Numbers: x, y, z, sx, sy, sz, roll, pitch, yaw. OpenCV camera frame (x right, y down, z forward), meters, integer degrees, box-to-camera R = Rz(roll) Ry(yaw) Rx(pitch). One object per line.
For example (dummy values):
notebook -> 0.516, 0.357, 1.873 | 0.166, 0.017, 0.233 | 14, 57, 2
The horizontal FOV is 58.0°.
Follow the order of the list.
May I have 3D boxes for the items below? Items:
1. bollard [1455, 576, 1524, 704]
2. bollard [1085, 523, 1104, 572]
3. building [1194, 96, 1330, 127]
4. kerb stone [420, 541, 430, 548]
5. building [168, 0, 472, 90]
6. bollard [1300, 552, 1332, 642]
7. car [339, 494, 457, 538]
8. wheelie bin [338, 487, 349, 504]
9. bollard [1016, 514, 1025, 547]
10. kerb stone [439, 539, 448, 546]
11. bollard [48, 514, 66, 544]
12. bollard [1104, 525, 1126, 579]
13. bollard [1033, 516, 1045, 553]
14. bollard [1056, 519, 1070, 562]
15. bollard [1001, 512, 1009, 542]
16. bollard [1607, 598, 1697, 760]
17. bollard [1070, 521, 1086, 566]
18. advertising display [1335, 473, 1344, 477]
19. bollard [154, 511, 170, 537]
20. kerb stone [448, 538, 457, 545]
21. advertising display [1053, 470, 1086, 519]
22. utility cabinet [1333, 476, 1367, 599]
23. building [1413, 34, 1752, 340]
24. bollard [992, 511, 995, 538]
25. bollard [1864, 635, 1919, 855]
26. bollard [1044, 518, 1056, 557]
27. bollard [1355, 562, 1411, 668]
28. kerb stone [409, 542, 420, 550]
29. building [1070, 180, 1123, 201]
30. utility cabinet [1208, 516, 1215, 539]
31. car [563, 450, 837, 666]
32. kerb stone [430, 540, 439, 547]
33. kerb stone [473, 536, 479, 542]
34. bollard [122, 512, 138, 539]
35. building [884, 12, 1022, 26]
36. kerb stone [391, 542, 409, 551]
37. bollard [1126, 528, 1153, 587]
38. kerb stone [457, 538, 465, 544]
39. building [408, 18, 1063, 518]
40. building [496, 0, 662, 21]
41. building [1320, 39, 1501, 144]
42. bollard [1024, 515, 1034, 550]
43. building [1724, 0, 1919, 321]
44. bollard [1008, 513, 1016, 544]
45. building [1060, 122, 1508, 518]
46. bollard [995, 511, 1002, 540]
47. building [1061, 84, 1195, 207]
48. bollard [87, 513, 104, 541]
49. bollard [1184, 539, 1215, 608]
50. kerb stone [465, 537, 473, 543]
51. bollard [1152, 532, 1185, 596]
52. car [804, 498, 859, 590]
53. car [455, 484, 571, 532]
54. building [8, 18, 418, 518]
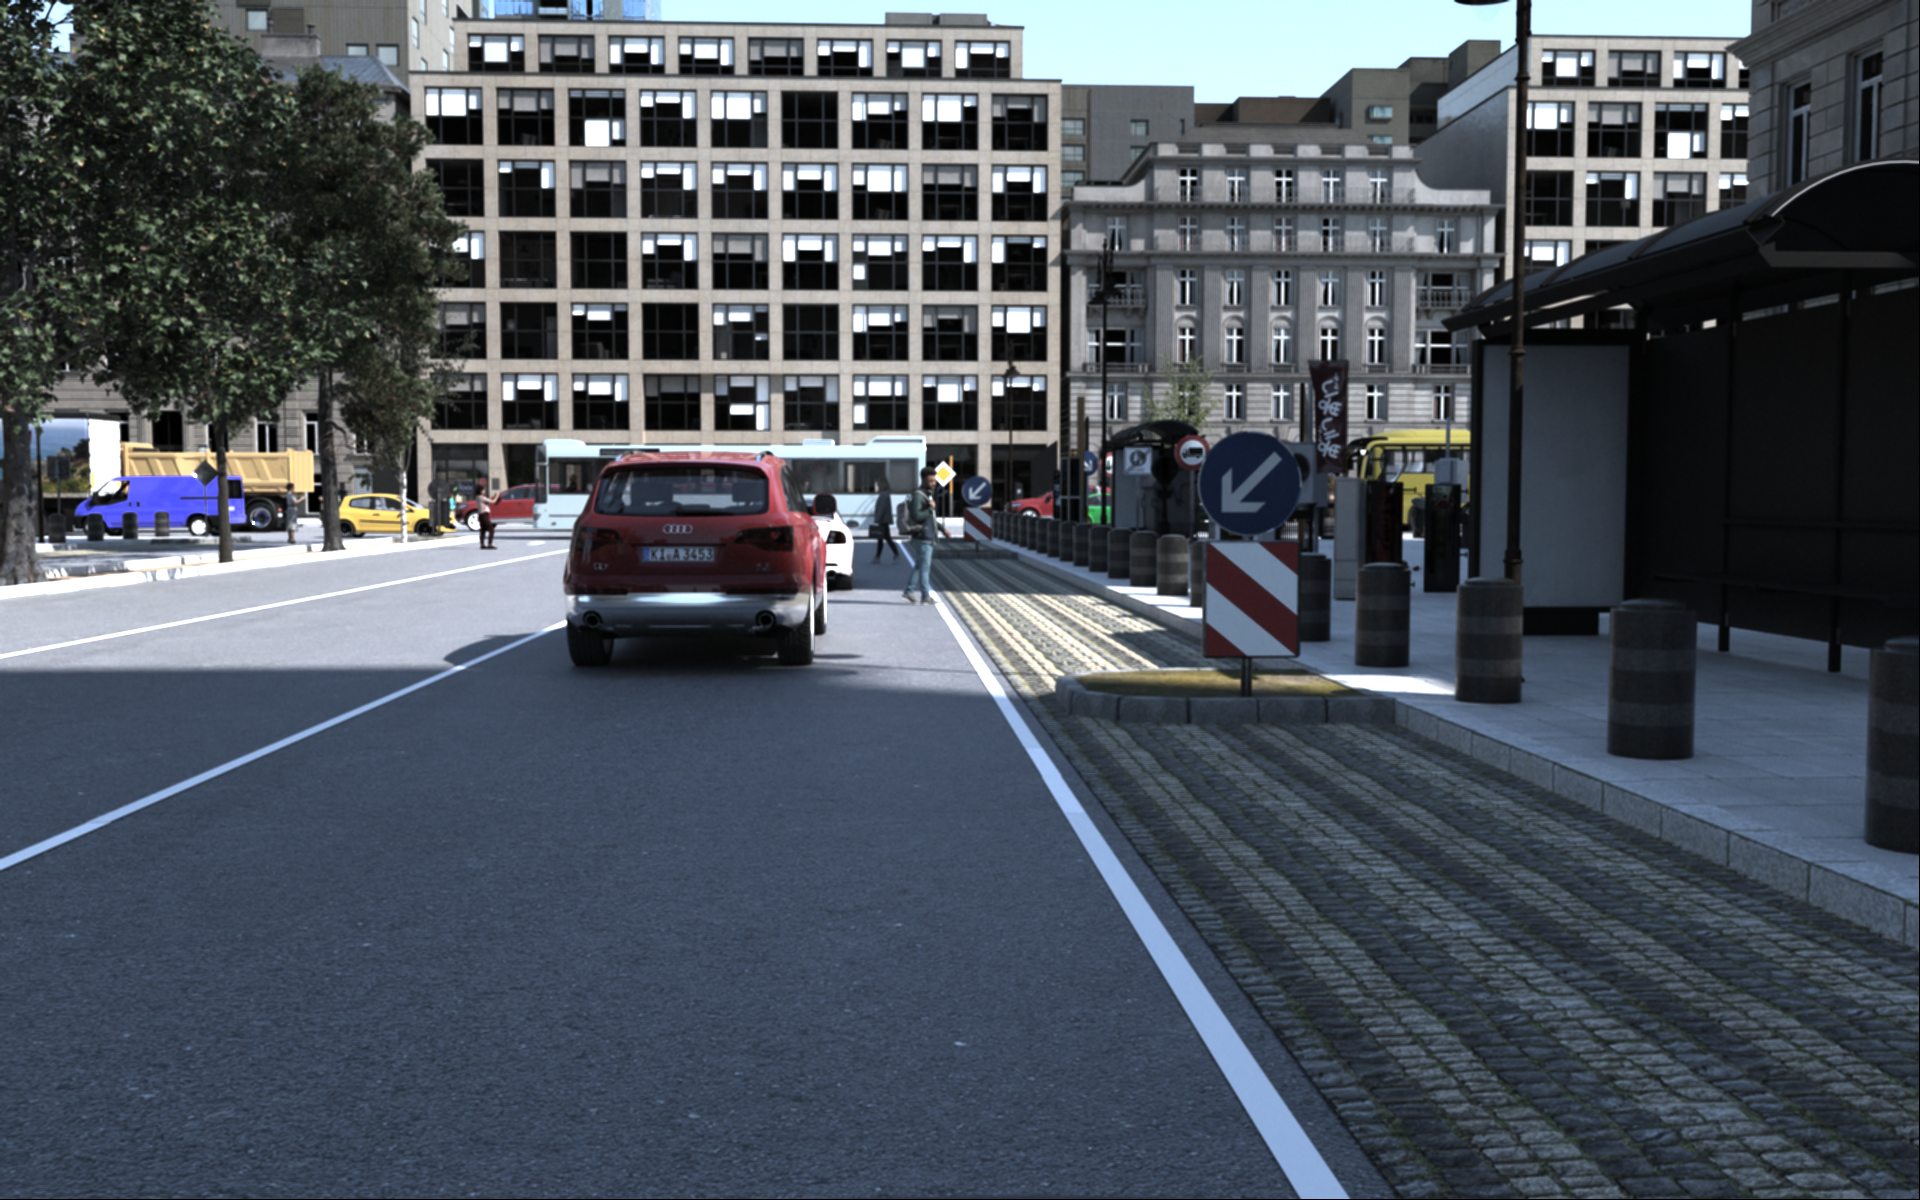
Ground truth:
bollard -> 3.284, 0.243, 10.750 | 0.404, 0.777, 0.398 | 0, 3, 0
bollard -> 2.331, -0.851, 28.630 | 0.404, 0.777, 0.398 | 0, 3, 0
building -> 31.827, -33.140, 191.949 | 14.200, 45.320, 14.600 | 0, 4, -3
kerb stone -> -14.335, -1.455, 45.987 | 0.120, 0.150, 1.000 | 0, 4, -3
building -> -59.340, -34.610, 155.108 | 28.713, 52.752, 27.495 | 0, 4, -3
bollard -> 3.054, -0.030, 15.204 | 0.404, 0.777, 0.398 | 0, 3, 0
car -> -18.647, -2.864, 57.058 | 3.980, 1.641, 2.015 | 0, 4, -4
wheelie bin -> -29.045, -4.488, 81.295 | 0.693, 1.594, 0.980 | -1, 4, -21
bollard -> 1.625, -1.669, 41.997 | 0.404, 0.777, 0.398 | 0, 3, 0
kerb stone -> -14.446, -1.580, 48.035 | 0.120, 0.150, 1.000 | 0, 4, -3
bollard -> -23.480, -1.854, 45.032 | 0.404, 0.777, 0.398 | 0, 3, 0
bollard -> 2.455, -0.714, 26.399 | 0.404, 0.777, 0.398 | 0, 3, 0
bollard -> 1.862, -1.396, 37.541 | 0.404, 0.777, 0.398 | 0, 3, 0
bollard -> 2.099, -1.123, 33.084 | 0.404, 0.777, 0.398 | 0, 3, 0
bollard -> 1.386, -1.941, 46.450 | 0.404, 0.777, 0.398 | 0, 3, 0
bollard -> 3.404, 0.379, 8.524 | 0.404, 0.777, 0.398 | 0, 3, 0
bollard -> 2.220, -0.987, 30.857 | 0.404, 0.777, 0.398 | 0, 3, 0
advertising display -> 9.262, -2.271, 42.346 | 0.123, 1.923, 0.974 | 1, 4, 18
bollard -> -23.833, -2.264, 51.732 | 0.404, 0.777, 0.398 | 0, 3, 0
kerb stone -> -14.497, -1.644, 49.068 | 0.120, 0.150, 1.000 | 0, 4, -3
advertising display -> 2.979, -2.563, 47.117 | 0.974, 1.923, 0.123 | 2, 4, 34
utility cabinet -> 4.837, -0.779, 21.414 | 0.318, 1.500, 1.173 | 1, 4, 17
building -> 45.994, -18.336, 104.313 | 34.151, 26.468, 19.350 | 0, 4, -3
bollard -> 1.150, -2.215, 50.928 | 0.404, 0.777, 0.398 | 0, 3, 0
bollard -> 3.522, 0.515, 6.295 | 0.404, 0.777, 0.398 | 0, 3, 0
bollard -> 1.982, -1.260, 35.314 | 0.404, 0.777, 0.398 | 0, 3, 0
bollard -> 3.168, 0.106, 12.977 | 0.404, 0.777, 0.398 | 0, 3, 0
kerb stone -> -14.283, -1.387, 44.945 | 0.120, 0.150, 1.000 | 0, 4, -3
building -> 16.992, -23.880, 162.140 | 14.160, 30.474, 14.107 | 0, 4, -3
utility cabinet -> 7.095, -2.317, 46.559 | 0.318, 1.500, 1.173 | -1, 4, -23
car -> -2.301, -0.449, 16.017 | 2.281, 1.827, 5.304 | 0, 4, -2
kerb stone -> -14.383, -1.518, 47.012 | 0.120, 0.150, 1.000 | 0, 4, -3
kerb stone -> -14.663, -1.832, 52.145 | 0.120, 0.150, 1.000 | 0, 4, -3
bollard -> -23.715, -2.127, 49.494 | 0.404, 0.777, 0.398 | 0, 3, 0
building -> -1.026, -50.333, 261.197 | 20.611, 71.187, 20.563 | 0, 4, -3
kerb stone -> -14.224, -1.328, 43.910 | 0.120, 0.150, 1.000 | 0, 4, -3
bollard -> 2.574, -0.577, 24.153 | 0.404, 0.777, 0.398 | 0, 3, 0
kerb stone -> -14.554, -1.703, 50.093 | 0.120, 0.150, 1.000 | 0, 4, -3
building -> -12.121, -18.138, 101.069 | 34.151, 26.468, 19.350 | 0, 4, -3
building -> -55.896, -57.821, 258.048 | 31.000, 86.520, 22.319 | 0, 4, -3
building -> 50.233, -34.634, 189.959 | 21.600, 48.544, 21.300 | 0, 4, -3
bollard -> 1.744, -1.532, 39.770 | 0.404, 0.777, 0.398 | 0, 3, 0
building -> 23.601, -14.004, 26.236 | 12.463, 27.353, 25.104 | 0, 4, -3
bollard -> 1.506, -1.805, 44.224 | 0.404, 0.777, 0.398 | 0, 3, 0
building -> 17.126, -15.748, 99.273 | 24.055, 21.916, 13.314 | 0, 4, -3
bollard -> 1.266, -2.078, 48.690 | 0.404, 0.777, 0.398 | 0, 3, 0
building -> 15.716, -30.151, 176.565 | 14.154, 41.232, 14.086 | 0, 4, -3
bollard -> -23.601, -1.991, 47.264 | 0.404, 0.777, 0.398 | 0, 3, 0
bollard -> 2.815, -0.303, 19.673 | 0.404, 0.777, 0.398 | 0, 3, 0
kerb stone -> -14.617, -1.765, 51.120 | 0.120, 0.150, 1.000 | 0, 4, -3
bollard -> 2.693, -0.440, 21.917 | 0.404, 0.777, 0.398 | 0, 3, 0
car -> -2.614, -0.905, 27.153 | 2.083, 1.381, 4.827 | 0, 4, -4
car -> -16.857, -3.573, 67.095 | 5.304, 1.827, 2.281 | 0, 4, -3
building -> -41.873, -18.256, 95.753 | 25.104, 27.353, 12.463 | 0, 4, -3
